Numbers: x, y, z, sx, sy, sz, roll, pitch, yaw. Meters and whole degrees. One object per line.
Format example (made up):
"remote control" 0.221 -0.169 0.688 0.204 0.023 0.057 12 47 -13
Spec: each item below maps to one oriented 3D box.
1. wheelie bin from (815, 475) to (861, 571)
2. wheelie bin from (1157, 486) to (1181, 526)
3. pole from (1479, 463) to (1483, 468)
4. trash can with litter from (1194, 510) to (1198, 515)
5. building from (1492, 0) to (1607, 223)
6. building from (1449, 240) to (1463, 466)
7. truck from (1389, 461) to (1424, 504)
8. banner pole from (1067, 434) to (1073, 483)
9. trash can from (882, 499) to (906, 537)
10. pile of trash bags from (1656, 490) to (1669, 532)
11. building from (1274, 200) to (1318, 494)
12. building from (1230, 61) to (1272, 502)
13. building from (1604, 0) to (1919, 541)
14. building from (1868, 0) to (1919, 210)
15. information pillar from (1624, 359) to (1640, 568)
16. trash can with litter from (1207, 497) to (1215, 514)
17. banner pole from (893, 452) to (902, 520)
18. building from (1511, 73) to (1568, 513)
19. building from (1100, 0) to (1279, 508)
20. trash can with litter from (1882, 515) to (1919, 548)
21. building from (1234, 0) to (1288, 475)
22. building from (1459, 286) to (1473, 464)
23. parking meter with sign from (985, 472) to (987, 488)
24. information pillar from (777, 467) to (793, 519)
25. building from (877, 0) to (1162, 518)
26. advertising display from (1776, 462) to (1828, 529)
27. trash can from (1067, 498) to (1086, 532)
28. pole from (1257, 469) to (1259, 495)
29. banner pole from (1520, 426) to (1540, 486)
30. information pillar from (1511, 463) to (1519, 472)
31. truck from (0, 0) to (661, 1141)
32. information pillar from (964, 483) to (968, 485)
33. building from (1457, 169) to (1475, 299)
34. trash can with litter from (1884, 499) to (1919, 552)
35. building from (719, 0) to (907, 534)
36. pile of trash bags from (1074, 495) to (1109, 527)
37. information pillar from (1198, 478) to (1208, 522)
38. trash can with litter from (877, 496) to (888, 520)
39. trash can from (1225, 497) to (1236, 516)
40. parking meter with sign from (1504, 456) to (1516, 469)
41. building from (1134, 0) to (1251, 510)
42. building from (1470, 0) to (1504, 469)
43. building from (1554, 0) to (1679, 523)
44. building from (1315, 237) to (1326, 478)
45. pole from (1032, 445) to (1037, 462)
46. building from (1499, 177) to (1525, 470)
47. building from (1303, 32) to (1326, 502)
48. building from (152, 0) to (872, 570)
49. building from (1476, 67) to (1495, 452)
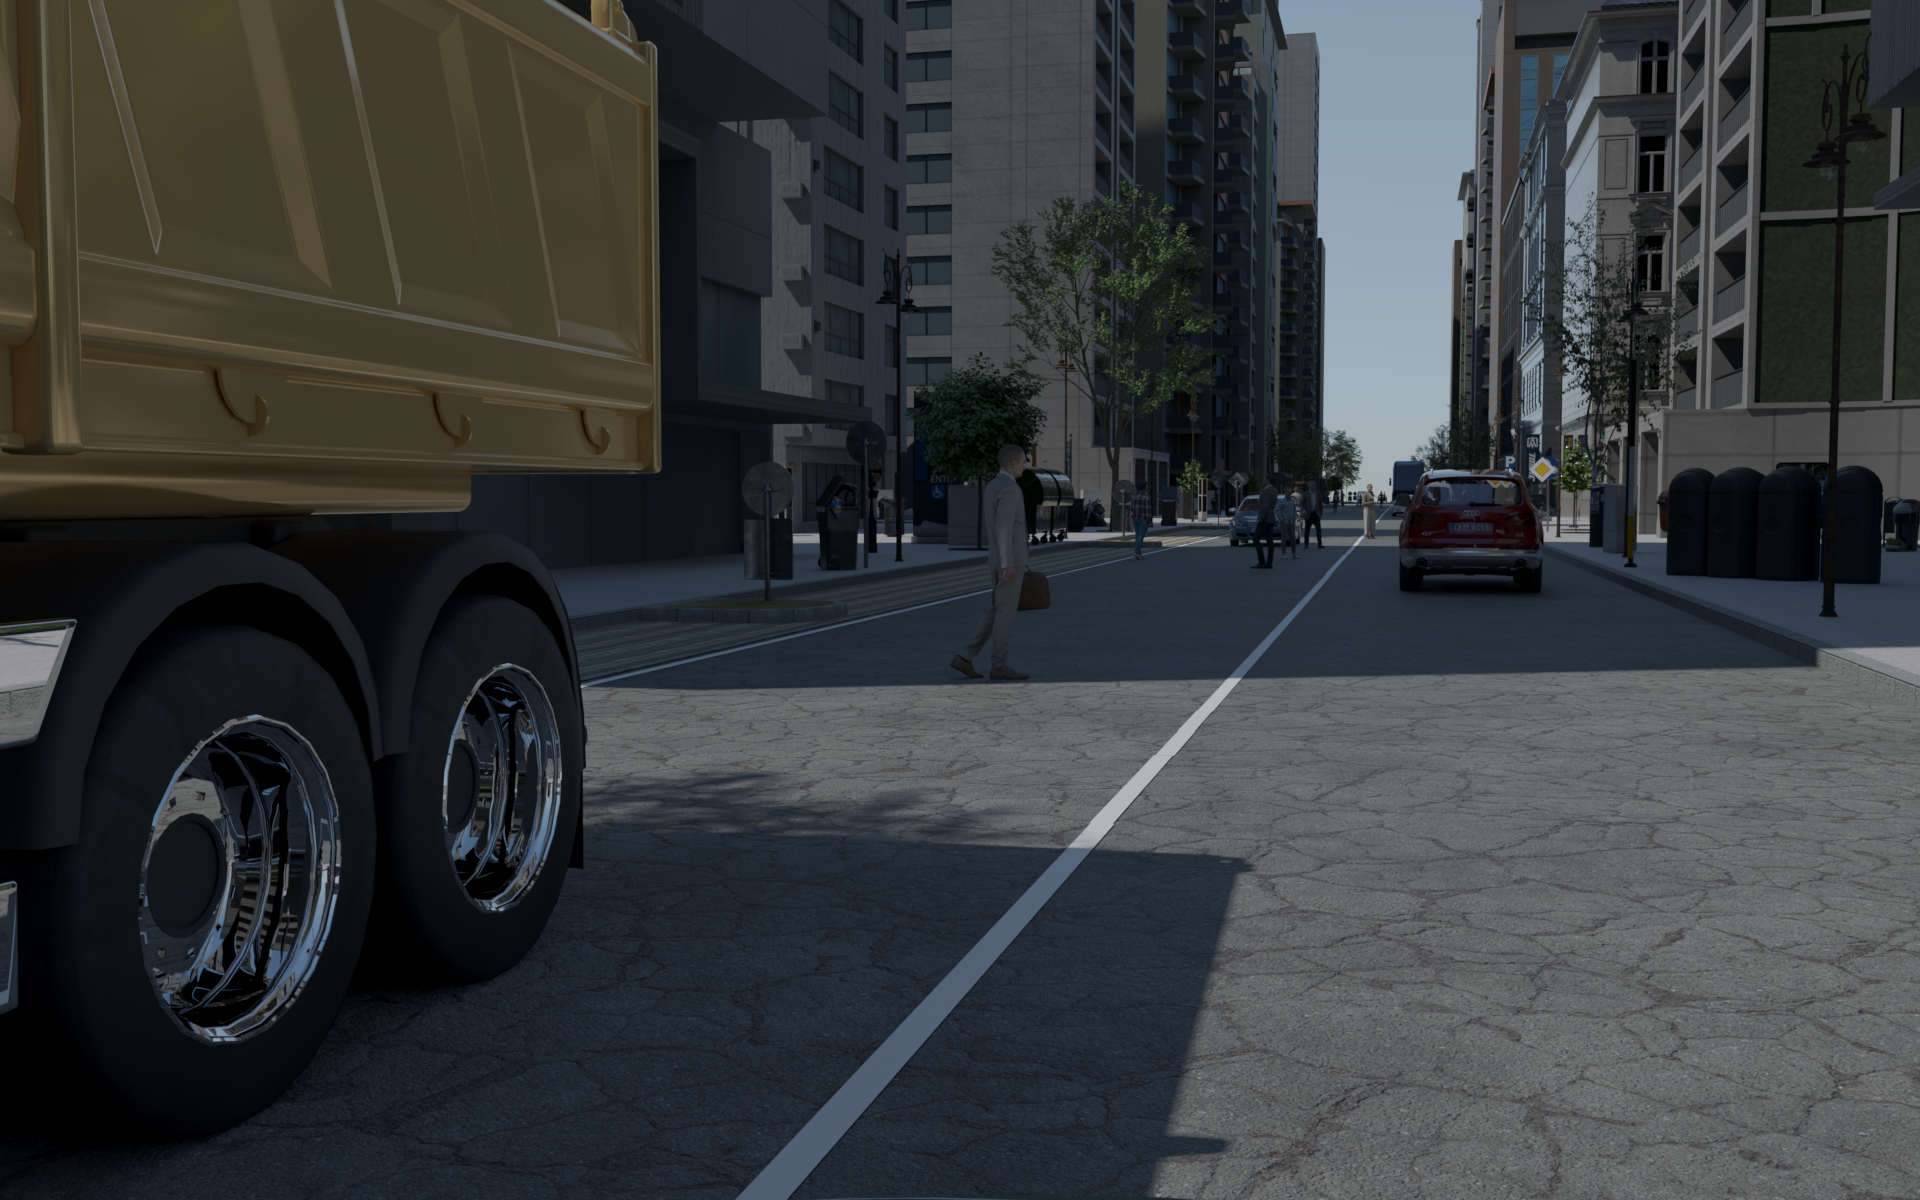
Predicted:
"wheelie bin" -2.050 -1.308 29.296 0.693 1.594 0.980 -1 4 -19
"wheelie bin" 8.418 -3.781 69.735 0.980 1.594 0.693 1 4 17
"pole" 33.832 -7.259 112.533 0.158 3.312 0.155 0 3 0
"trash can with litter" 14.285 -5.852 107.068 1.055 1.170 0.624 -2 4 -25
"building" 54.730 -30.799 153.678 14.600 45.320 14.200 1 4 14
"building" 90.325 -39.330 293.158 14.600 45.320 14.200 1 4 14
"truck" 35.064 -8.871 134.800 2.967 4.110 18.799 1 4 13
"banner pole" 4.563 -5.028 72.217 0.401 3.779 0.863 -1 4 -11
"trash can" -1.958 -2.450 51.712 0.748 1.137 0.748 0 3 0
"pile of trash bags" 16.895 -1.755 38.454 3.447 1.369 1.912 -1 4 -22
"building" 40.478 -36.587 252.815 22.147 44.769 28.867 1 4 14
"building" 21.099 -29.183 160.734 14.154 41.232 14.086 1 4 14
"building" 31.327 -37.414 49.965 20.563 71.187 20.611 1 4 14
"building" 27.181 -26.120 16.295 28.713 52.752 27.495 1 4 14
"information pillar" 11.817 -2.387 30.385 0.183 3.616 0.504 2 4 28
"trash can with litter" 15.975 -6.018 109.780 0.624 1.170 1.055 -3 5 -43
"banner pole" -3.110 -5.937 87.094 0.863 3.779 0.401 -1 4 -19
"building" 43.528 -19.947 112.034 13.634 28.700 20.117 1 4 14
"building" 28.913 -46.850 204.249 20.563 71.187 20.611 1 4 14
"trash can with litter" 22.811 -1.862 41.508 2.233 1.210 1.678 -1 4 -9
"building" 19.011 -36.288 182.555 28.713 52.752 27.495 1 4 14
"building" 80.092 -29.414 252.626 14.160 30.474 14.107 1 4 14
"parking meter with sign" 1.825 -4.443 68.902 1.738 3.016 0.543 -1 4 -18
"information pillar" -4.689 -2.566 46.439 0.304 2.012 0.304 2 4 34
"building" 1.745 -40.573 101.628 20.563 71.187 20.611 1 4 14
"advertising display" 16.937 -1.814 34.870 0.974 1.923 0.123 2 4 26
"trash can" 3.863 -2.853 58.307 0.748 1.137 0.748 0 3 0
"pole" 24.413 -9.057 141.926 0.158 3.312 0.155 0 3 0
"banner pole" 20.801 -4.494 63.491 0.863 3.779 0.401 1 4 23
"information pillar" 34.523 -7.131 107.942 0.504 3.616 0.183 1 4 9
"truck" -3.324 -0.361 1.819 3.469 3.379 9.791 1 4 12
"information pillar" 0.206 -6.171 92.247 0.183 3.616 0.504 3 5 43
"building" 92.691 -41.688 270.835 28.713 52.752 27.495 1 4 14
"trash can with litter" 21.073 -1.665 38.611 1.055 1.170 0.624 -3 5 -42
"building" -9.697 -17.801 62.746 14.107 30.474 14.160 1 4 14
"pile of trash bags" 4.644 -3.618 68.906 1.912 1.369 3.447 -1 4 -10
"information pillar" 11.275 -4.645 80.435 0.304 2.012 0.304 -2 4 -29
"trash can with litter" -4.059 -4.589 86.424 1.055 1.170 0.624 2 4 26
"trash can" 15.643 -5.415 100.187 0.748 1.137 0.748 0 3 0
"parking meter with sign" 24.874 -5.001 78.026 0.543 3.016 1.738 1 4 10
"building" 10.664 -29.356 134.587 22.147 44.769 28.867 1 4 14
"building" 70.572 -40.322 201.260 21.231 58.520 28.212 1 4 14
"building" 51.025 -18.529 79.359 44.131 29.872 17.030 1 4 14
"building" 54.433 -39.375 293.894 14.600 45.320 14.200 1 4 14
"pole" 3.009 -4.672 70.236 0.158 3.312 0.155 0 3 0
"building" 49.824 -20.821 133.929 14.314 27.812 24.014 1 4 14
"building" 48.467 -51.215 275.615 20.563 71.187 20.611 1 4 14
"building" -18.181 -26.691 25.640 28.713 52.752 27.495 1 4 14
"building" 63.871 -31.765 173.987 22.147 44.769 28.867 1 4 14
